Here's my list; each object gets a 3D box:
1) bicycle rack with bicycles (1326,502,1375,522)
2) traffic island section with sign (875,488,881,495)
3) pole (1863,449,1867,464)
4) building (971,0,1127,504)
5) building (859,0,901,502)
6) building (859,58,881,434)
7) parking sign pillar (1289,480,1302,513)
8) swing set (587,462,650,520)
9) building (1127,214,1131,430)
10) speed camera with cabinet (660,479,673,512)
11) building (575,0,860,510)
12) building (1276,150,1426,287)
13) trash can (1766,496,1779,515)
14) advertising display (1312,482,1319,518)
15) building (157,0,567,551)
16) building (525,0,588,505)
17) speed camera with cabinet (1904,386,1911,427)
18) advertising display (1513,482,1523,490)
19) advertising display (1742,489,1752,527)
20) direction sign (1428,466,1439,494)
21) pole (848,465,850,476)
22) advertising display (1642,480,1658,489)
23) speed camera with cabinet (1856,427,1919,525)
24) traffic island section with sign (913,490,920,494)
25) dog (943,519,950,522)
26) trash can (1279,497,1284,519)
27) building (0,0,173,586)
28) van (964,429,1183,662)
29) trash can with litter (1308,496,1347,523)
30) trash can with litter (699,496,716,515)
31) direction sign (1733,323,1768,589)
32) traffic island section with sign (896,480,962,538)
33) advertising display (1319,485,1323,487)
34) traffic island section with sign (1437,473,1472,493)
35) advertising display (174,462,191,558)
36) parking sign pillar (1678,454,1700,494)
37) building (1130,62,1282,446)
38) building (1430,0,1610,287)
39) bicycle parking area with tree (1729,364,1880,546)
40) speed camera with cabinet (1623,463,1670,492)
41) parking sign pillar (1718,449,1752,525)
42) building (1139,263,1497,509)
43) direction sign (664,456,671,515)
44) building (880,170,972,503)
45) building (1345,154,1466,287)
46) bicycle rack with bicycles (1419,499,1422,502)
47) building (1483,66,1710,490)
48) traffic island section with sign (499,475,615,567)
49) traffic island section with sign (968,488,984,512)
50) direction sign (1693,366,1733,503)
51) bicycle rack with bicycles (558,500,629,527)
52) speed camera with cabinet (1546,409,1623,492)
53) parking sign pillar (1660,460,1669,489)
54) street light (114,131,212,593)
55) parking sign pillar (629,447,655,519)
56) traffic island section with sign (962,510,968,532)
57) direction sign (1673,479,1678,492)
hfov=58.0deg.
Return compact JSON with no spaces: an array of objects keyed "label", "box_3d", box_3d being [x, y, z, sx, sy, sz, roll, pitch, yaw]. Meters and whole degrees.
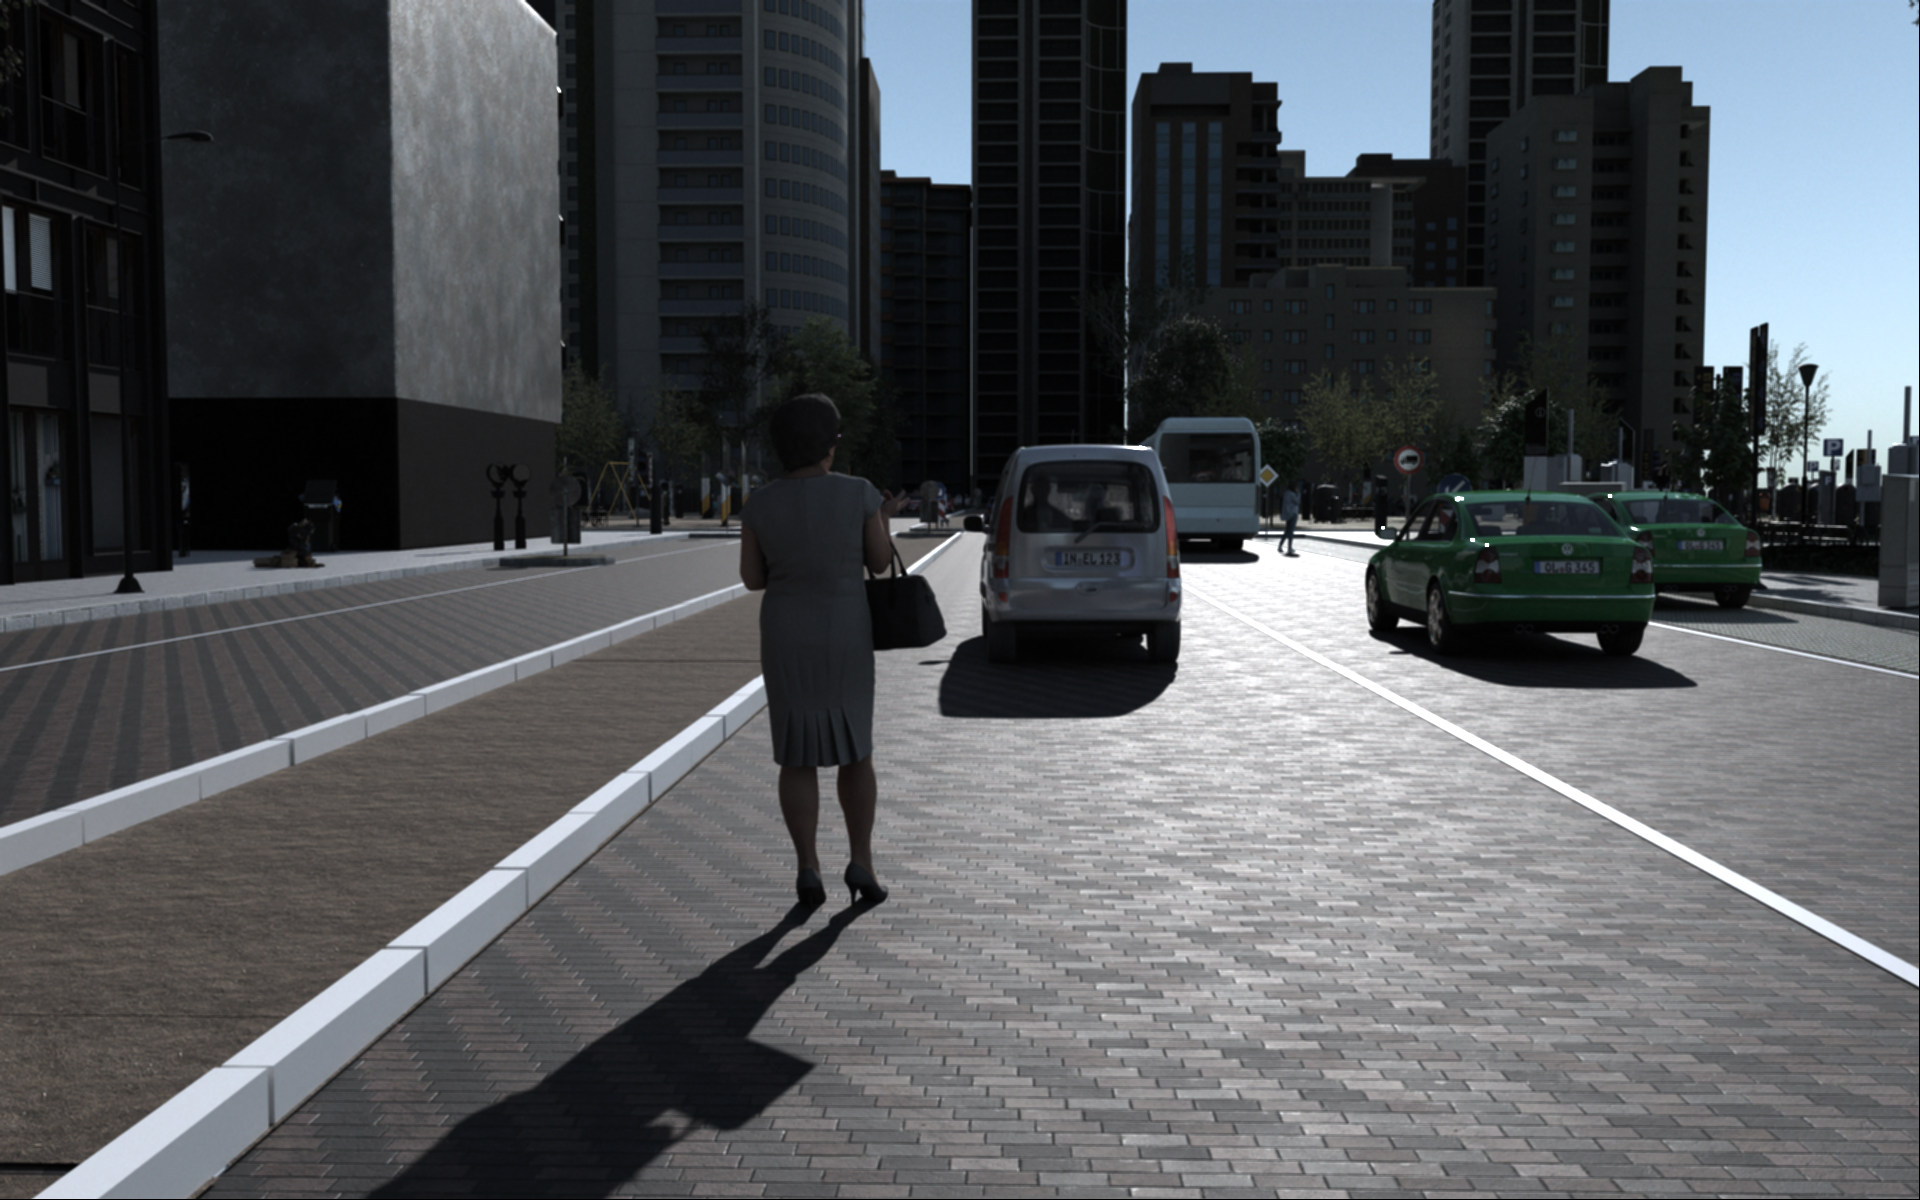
[{"label":"bicycle rack with bicycles","box_3d":[18.545,-4.143,81.125,2.925,0.926,2.852,0,4,-8]},{"label":"traffic island section with sign","box_3d":[-5.657,-6.669,117.661,1.989,1.847,2.006,0,4,2]},{"label":"pole","box_3d":[40.908,-5.165,78.291,0.158,3.312,0.155,0,3,0]},{"label":"building","box_3d":[12.061,-48.698,234.463,20.611,71.187,20.563,0,4,2]},{"label":"building","box_3d":[-23.104,-54.364,201.521,31.000,86.520,22.319,0,4,2]},{"label":"building","box_3d":[-15.459,-32.143,175.641,14.600,45.320,14.200,0,4,2]},{"label":"parking sign pillar","box_3d":[22.809,-7.972,118.818,1.447,3.967,1.447,0,4,6]},{"label":"swing set","box_3d":[-16.925,-5.419,86.222,2.862,2.851,3.119,1,4,12]},{"label":"building","box_3d":[29.799,-33.535,231.895,14.086,41.232,14.154,0,4,2]},{"label":"speed camera with cabinet","box_3d":[-18.529,-6.792,105.392,2.038,3.252,0.660,1,4,10]},{"label":"building","box_3d":[-20.642,-37.444,154.215,21.231,58.520,28.212,0,4,2]},{"label":"building","box_3d":[34.945,-31.110,200.531,32.217,40.220,23.993,0,4,2]},{"label":"trash can","box_3d":[50.472,-5.871,107.646,0.748,1.137,0.748,0,3,0]},{"label":"advertising display","box_3d":[19.402,-5.486,94.913,0.123,1.923,0.974,0,4,4]},{"label":"building","box_3d":[-20.773,-10.992,47.166,16.811,18.784,16.820,0,4,2]},{"label":"building","box_3d":[-48.838,-46.881,204.754,20.611,71.187,20.563,0,4,2]},{"label":"speed camera with cabinet","box_3d":[17.770,-2.259,31.277,0.660,3.252,2.038,-1,4,-16]},{"label":"advertising display","box_3d":[30.222,-5.387,93.284,0.974,1.923,0.123,-1,4,-21]},{"label":"advertising display","box_3d":[29.915,-3.699,65.684,0.974,1.923,0.123,-3,4,-37]},{"label":"direction sign","box_3d":[37.735,-8.929,137.994,0.876,3.537,0.379,2,4,27]},{"label":"pole","box_3d":[-7.843,-7.859,122.343,0.158,3.312,0.155,0,3,0]},{"label":"advertising display","box_3d":[32.025,-4.589,80.238,0.123,1.923,0.974,-2,4,-31]},{"label":"speed camera with cabinet","box_3d":[28.766,-3.610,53.357,2.038,3.252,0.660,2,4,29]},{"label":"traffic island section with sign","box_3d":[-4.177,-9.705,167.302,1.989,1.847,2.006,0,4,2]},{"label":"dog","box_3d":[-0.659,-4.155,88.135,0.748,0.427,0.550,-1,4,-18]},{"label":"trash can","box_3d":[16.017,-4.485,84.985,0.748,1.137,0.748,0,3,0]},{"label":"building","box_3d":[-19.559,-11.676,20.579,12.332,23.373,15.834,0,4,2]},{"label":"van","box_3d":[1.043,-0.559,16.153,2.013,2.044,4.112,0,4,0]},{"label":"trash can with litter","box_3d":[16.216,-4.005,76.539,2.233,1.210,1.678,-2,4,-24]},{"label":"trash can with litter","box_3d":[-15.190,-5.680,104.249,1.055,1.170,0.624,0,4,7]},{"label":"direction sign","box_3d":[10.748,-1.921,23.398,0.379,3.537,0.876,1,4,12]},{"label":"traffic island section with sign","box_3d":[-1.057,-3.028,57.651,2.006,1.907,1.989,0,4,2]},{"label":"advertising display","box_3d":[24.549,-6.877,117.652,0.974,1.923,0.123,-3,5,-41]},{"label":"traffic island section with sign","box_3d":[9.449,-1.561,34.158,1.989,1.847,2.006,0,4,2]},{"label":"advertising display","box_3d":[-15.872,-1.846,35.389,0.123,1.923,0.974,-1,4,-15]},{"label":"parking sign pillar","box_3d":[45.935,-7.379,109.126,1.447,3.967,1.447,-3,5,-43]},{"label":"building","box_3d":[25.261,-32.485,181.232,14.600,45.320,14.200,0,4,2]},{"label":"building","box_3d":[75.626,-48.586,232.634,20.611,71.187,20.563,0,4,2]},{"label":"bicycle parking area with tree","box_3d":[21.317,-3.168,38.798,8.231,4.147,9.016,0,4,7]},{"label":"speed camera with cabinet","box_3d":[20.137,-3.505,51.641,2.038,3.252,0.660,-1,4,-16]},{"label":"parking sign pillar","box_3d":[32.544,-5.143,72.567,1.447,3.967,1.447,-1,4,-12]},{"label":"building","box_3d":[31.358,-19.236,159.555,27.650,21.520,28.899,0,4,2]},{"label":"direction sign","box_3d":[-17.574,-6.861,104.175,0.379,3.537,0.876,-2,4,-32]},{"label":"building","box_3d":[-12.638,-35.619,237.000,28.867,44.769,22.147,0,4,2]},{"label":"building","box_3d":[58.132,-35.510,230.694,14.200,45.320,14.600,0,4,2]},{"label":"bicycle rack with bicycles","box_3d":[34.800,-7.243,131.803,2.852,0.926,2.925,1,4,19]},{"label":"building","box_3d":[74.305,-35.331,201.363,21.600,48.544,21.300,0,4,2]},{"label":"traffic island section with sign","box_3d":[-8.100,-1.624,35.173,1.989,1.847,2.006,0,4,2]},{"label":"traffic island section with sign","box_3d":[1.390,-8.075,140.161,2.006,1.907,1.989,0,4,2]},{"label":"direction sign","box_3d":[13.436,-2.372,30.779,0.876,3.537,0.379,0,4,-4]},{"label":"bicycle rack with bicycles","box_3d":[-14.940,-3.349,68.136,2.852,0.926,2.925,2,4,27]},{"label":"speed camera with cabinet","box_3d":[14.616,-2.840,40.770,2.038,3.252,0.660,-2,4,-35]},{"label":"parking sign pillar","box_3d":[55.058,-9.028,136.077,1.447,3.967,1.447,-2,4,-24]},{"label":"street light","box_3d":[-10.272,-3.046,22.342,1.470,5.913,1.316,0,4,2]},{"label":"parking sign pillar","box_3d":[-16.591,-6.235,90.413,1.447,3.967,1.447,-1,4,-19]},{"label":"traffic island section with sign","box_3d":[-0.828,-3.481,65.055,2.006,1.907,1.989,0,4,2]},{"label":"direction sign","box_3d":[44.497,-7.056,107.359,0.876,3.537,0.379,-2,4,-30]}]
